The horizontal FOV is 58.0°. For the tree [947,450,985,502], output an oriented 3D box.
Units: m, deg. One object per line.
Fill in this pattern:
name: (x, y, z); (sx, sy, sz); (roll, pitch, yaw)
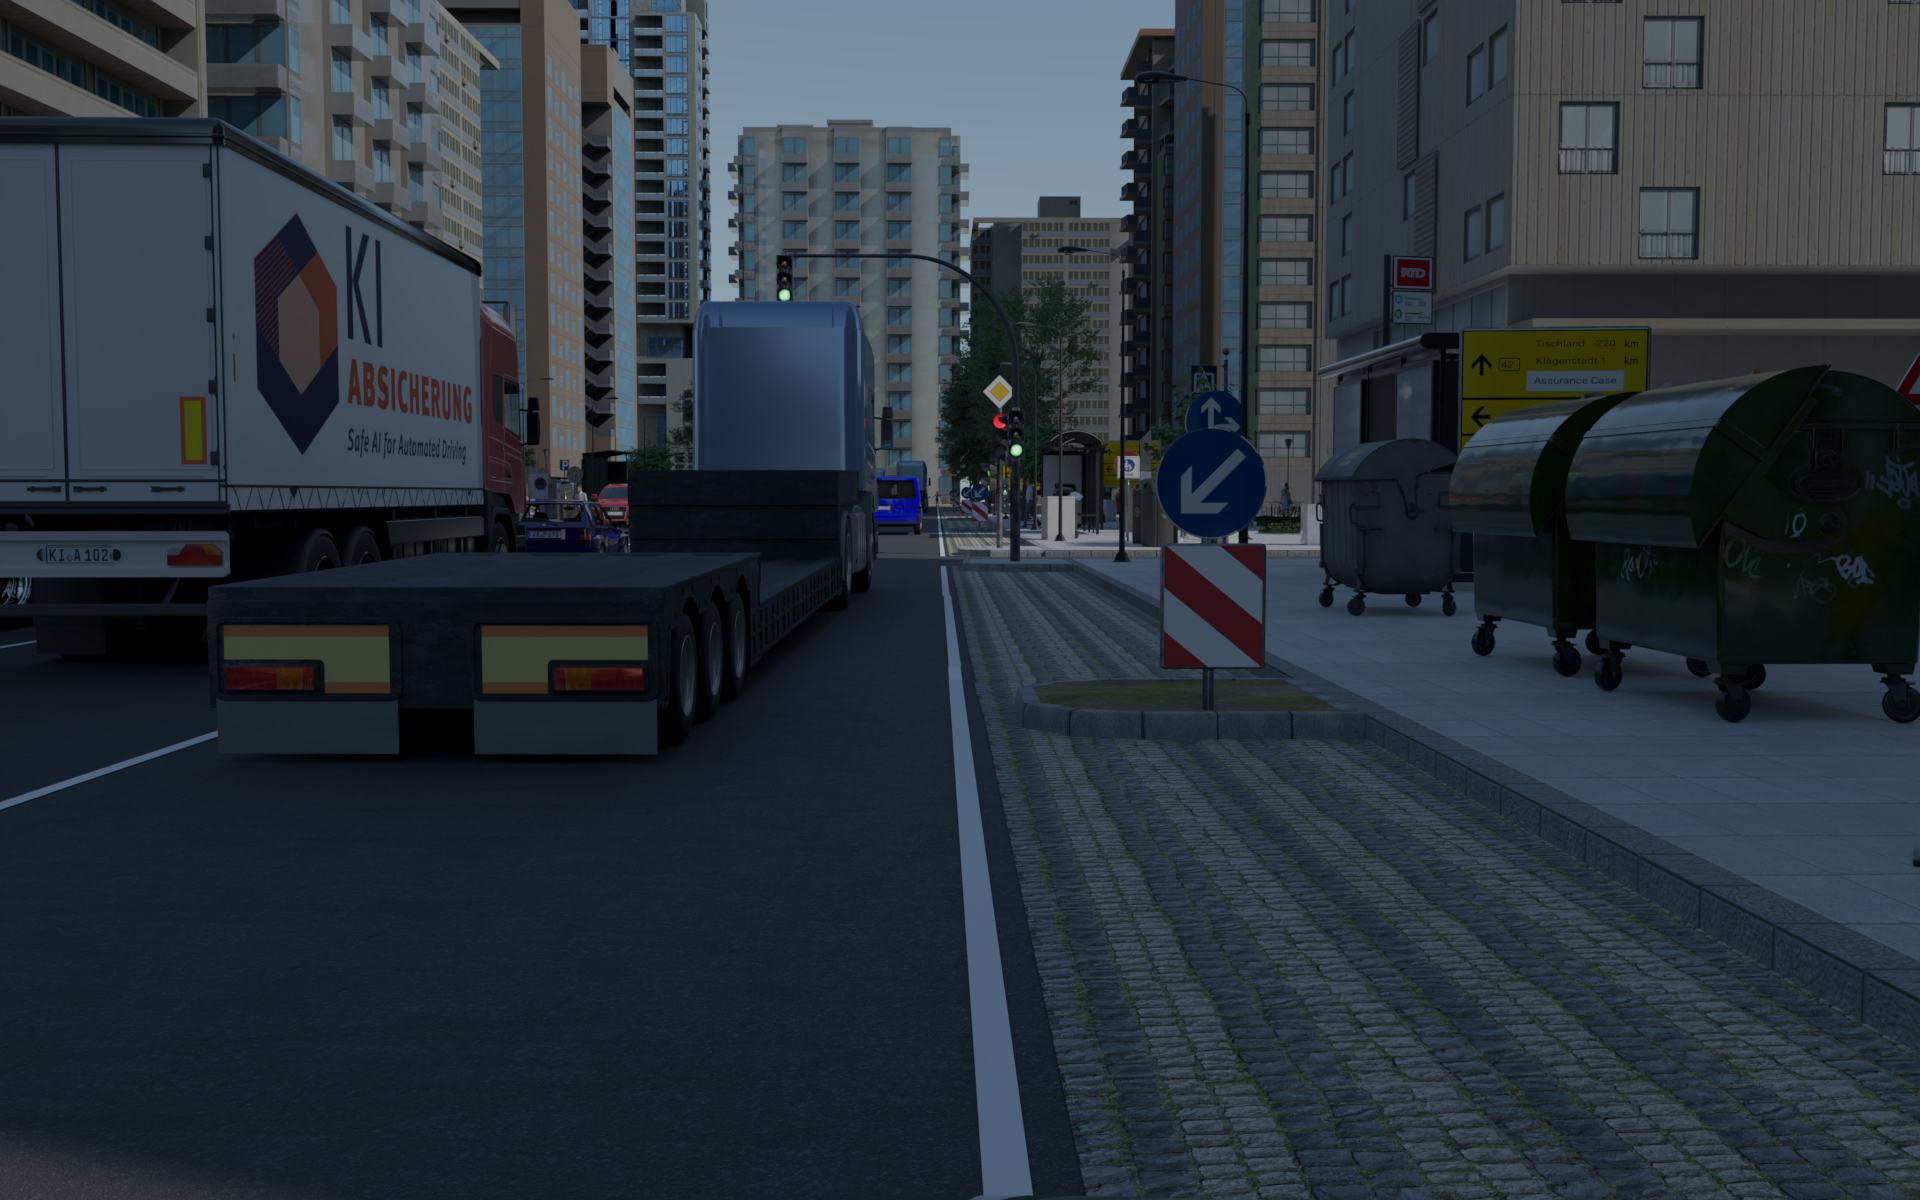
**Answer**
tree: (2.024, -15.525, 188.249); (8.767, 10.594, 7.601); (-2, 4, -33)

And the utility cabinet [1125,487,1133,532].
utility cabinet: (5.863, -2.980, 57.398); (0.318, 1.500, 1.173); (-3, 4, -39)

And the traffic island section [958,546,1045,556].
traffic island section: (0.957, -1.150, 41.089); (2.009, 0.180, 2.903); (0, 4, -1)

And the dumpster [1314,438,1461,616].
dumpster: (4.670, -0.802, 18.875); (1.264, 1.857, 1.865); (0, 4, -1)

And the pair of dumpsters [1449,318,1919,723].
pair of dumpsters: (4.718, -0.561, 11.671); (1.574, 2.255, 4.437); (0, 4, -1)

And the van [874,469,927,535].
van: (-2.330, -3.572, 62.792); (2.240, 2.365, 5.245); (0, 4, -1)

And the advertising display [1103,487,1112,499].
advertising display: (7.268, -4.966, 86.410); (0.123, 1.923, 0.974); (-2, 4, -25)

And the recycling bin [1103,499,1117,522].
recycling bin: (6.817, -4.174, 80.806); (0.722, 1.027, 0.722); (3, 5, 45)

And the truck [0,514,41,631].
truck: (-11.264, -1.219, 15.848); (3.469, 3.379, 9.791); (0, 4, 1)

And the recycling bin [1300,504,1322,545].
recycling bin: (8.984, -1.896, 43.557); (0.722, 1.027, 0.722); (0, 4, 1)

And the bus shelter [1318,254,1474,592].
bus shelter: (6.960, -3.006, 26.778); (2.179, 5.291, 8.768); (0, 4, -1)

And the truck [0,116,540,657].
truck: (-6.867, -1.810, 18.500); (2.839, 4.237, 11.283); (0, 4, -2)

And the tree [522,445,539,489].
tree: (-25.370, -6.961, 97.519); (4.285, 4.588, 4.351); (0, 3, 0)

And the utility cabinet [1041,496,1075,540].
utility cabinet: (2.754, -2.293, 48.654); (1.020, 1.237, 0.306); (-3, 4, -36)

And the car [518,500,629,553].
car: (-6.858, -1.075, 30.162); (1.945, 1.354, 3.894); (0, 4, -2)

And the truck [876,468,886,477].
truck: (-8.645, -11.327, 174.947); (2.967, 4.110, 18.799); (0, 4, -3)

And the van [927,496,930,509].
van: (-3.840, -9.707, 165.727); (2.013, 2.044, 4.112); (0, 4, 0)

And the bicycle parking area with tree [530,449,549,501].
bicycle parking area with tree: (-26.823, -7.439, 108.635); (9.016, 4.147, 8.231); (1, 4, 22)

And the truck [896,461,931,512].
truck: (-4.040, -8.786, 133.417); (2.967, 4.110, 18.799); (0, 4, 1)

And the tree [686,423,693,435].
tree: (-18.895, -14.749, 151.513); (12.009, 13.543, 11.850); (0, 3, 0)

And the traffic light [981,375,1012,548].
traffic light: (0.917, -3.184, 40.975); (0.839, 4.253, 0.868); (0, 4, -1)

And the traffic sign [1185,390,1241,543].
traffic sign: (3.146, -1.301, 21.370); (0.768, 2.556, 0.104); (0, 4, 1)

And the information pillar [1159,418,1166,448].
information pillar: (6.265, -3.791, 53.329); (0.183, 3.616, 0.504); (3, 5, 39)

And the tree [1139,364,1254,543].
tree: (3.498, -1.916, 25.924); (1.663, 3.219, 1.824); (0, 3, 0)

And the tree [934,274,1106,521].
tree: (3.186, -9.512, 81.282); (9.928, 11.665, 9.643); (0, 3, 0)

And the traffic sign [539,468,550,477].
traffic sign: (-20.449, -5.179, 84.786); (0.768, 2.556, 0.104); (0, 4, 7)

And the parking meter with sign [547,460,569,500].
parking meter with sign: (-20.688, -5.635, 88.385); (1.738, 3.016, 0.543); (3, 4, 39)

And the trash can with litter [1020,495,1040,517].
trash can with litter: (3.664, -5.379, 98.997); (1.678, 1.210, 2.233); (-2, 4, -27)

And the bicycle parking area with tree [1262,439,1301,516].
bicycle parking area with tree: (14.486, -6.310, 90.170); (8.231, 4.147, 9.016); (1, 4, 15)

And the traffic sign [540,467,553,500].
traffic sign: (-19.996, -5.085, 83.148); (0.884, 2.594, 0.081); (0, 4, 4)

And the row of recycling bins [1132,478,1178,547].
row of recycling bins: (4.922, -2.221, 43.428); (1.069, 1.692, 3.534); (0, 4, 1)

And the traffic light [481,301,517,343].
traffic light: (-12.852, -4.045, 40.806); (4.771, 5.953, 1.251); (0, 4, -1)

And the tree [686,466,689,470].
tree: (-18.951, -7.720, 120.821); (1.663, 3.219, 1.824); (0, 3, 0)

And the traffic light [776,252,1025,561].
traffic light: (-1.064, -3.557, 32.821); (4.771, 5.953, 1.251); (0, 4, -1)

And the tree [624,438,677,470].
tree: (-18.245, -7.223, 101.813); (4.285, 4.588, 4.351); (0, 3, 0)

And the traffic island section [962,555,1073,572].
traffic island section: (1.066, -0.662, 33.105); (2.009, 0.180, 2.903); (0, 4, -1)

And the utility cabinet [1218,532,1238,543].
utility cabinet: (6.465, -2.032, 41.899); (0.318, 1.500, 1.173); (1, 4, 20)

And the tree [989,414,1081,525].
tree: (3.487, -5.379, 71.667); (4.285, 4.588, 4.351); (0, 3, 0)

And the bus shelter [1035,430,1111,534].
bus shelter: (3.625, -3.883, 57.406); (2.014, 3.302, 5.546); (0, 4, -1)

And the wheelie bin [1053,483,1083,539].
wheelie bin: (3.038, -2.549, 49.584); (0.980, 1.594, 0.693); (1, 4, 21)

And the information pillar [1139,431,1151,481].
information pillar: (6.769, -4.398, 63.262); (0.504, 3.616, 0.183); (-2, 4, -25)

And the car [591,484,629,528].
car: (-12.392, -3.393, 64.152); (2.281, 1.827, 5.304); (0, 4, -2)

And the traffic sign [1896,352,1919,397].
traffic sign: (5.999, -0.636, 10.399); (0.884, 2.594, 0.081); (0, 4, 3)

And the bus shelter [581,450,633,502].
bus shelter: (-19.281, -6.339, 94.926); (1.731, 3.624, 6.357); (0, 4, -1)

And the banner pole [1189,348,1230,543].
banner pole: (4.331, -2.428, 29.715); (0.863, 3.779, 0.401); (-1, 4, -12)

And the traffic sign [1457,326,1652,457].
traffic sign: (7.225, -1.668, 21.150); (2.265, 3.308, 0.079); (0, 4, 5)

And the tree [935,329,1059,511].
tree: (2.996, -13.953, 134.793); (9.857, 13.997, 8.962); (0, 3, 0)

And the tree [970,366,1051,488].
tree: (2.921, -8.951, 96.710); (4.360, 8.622, 3.978); (0, 3, 0)

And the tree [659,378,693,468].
tree: (-19.478, -12.118, 132.540); (7.601, 10.594, 8.767); (-2, 4, -31)

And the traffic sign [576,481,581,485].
traffic sign: (-21.656, -6.040, 98.865); (0.768, 2.556, 0.104); (0, 4, 5)

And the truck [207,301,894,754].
truck: (-2.630, -1.752, 18.396); (2.967, 4.110, 18.799); (0, 4, 1)
